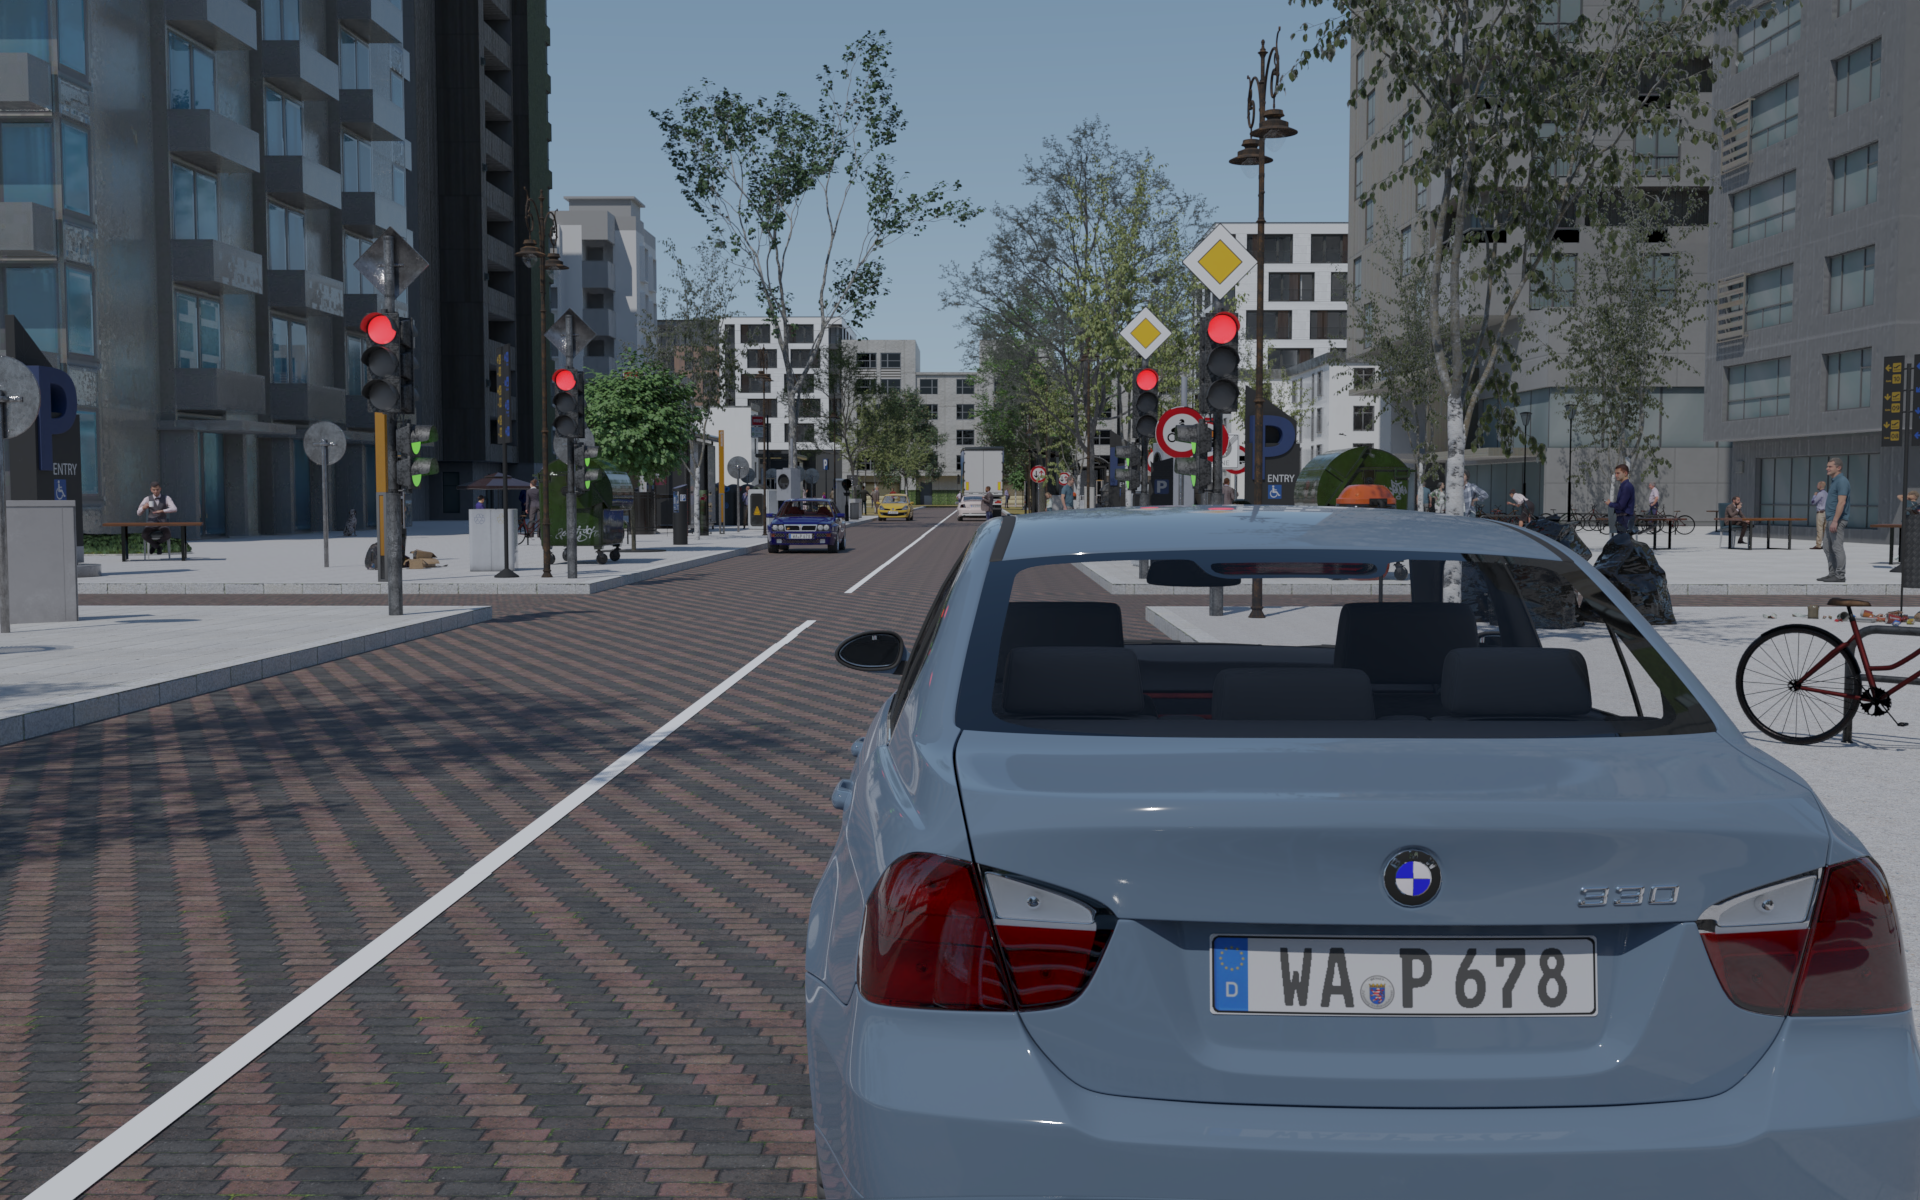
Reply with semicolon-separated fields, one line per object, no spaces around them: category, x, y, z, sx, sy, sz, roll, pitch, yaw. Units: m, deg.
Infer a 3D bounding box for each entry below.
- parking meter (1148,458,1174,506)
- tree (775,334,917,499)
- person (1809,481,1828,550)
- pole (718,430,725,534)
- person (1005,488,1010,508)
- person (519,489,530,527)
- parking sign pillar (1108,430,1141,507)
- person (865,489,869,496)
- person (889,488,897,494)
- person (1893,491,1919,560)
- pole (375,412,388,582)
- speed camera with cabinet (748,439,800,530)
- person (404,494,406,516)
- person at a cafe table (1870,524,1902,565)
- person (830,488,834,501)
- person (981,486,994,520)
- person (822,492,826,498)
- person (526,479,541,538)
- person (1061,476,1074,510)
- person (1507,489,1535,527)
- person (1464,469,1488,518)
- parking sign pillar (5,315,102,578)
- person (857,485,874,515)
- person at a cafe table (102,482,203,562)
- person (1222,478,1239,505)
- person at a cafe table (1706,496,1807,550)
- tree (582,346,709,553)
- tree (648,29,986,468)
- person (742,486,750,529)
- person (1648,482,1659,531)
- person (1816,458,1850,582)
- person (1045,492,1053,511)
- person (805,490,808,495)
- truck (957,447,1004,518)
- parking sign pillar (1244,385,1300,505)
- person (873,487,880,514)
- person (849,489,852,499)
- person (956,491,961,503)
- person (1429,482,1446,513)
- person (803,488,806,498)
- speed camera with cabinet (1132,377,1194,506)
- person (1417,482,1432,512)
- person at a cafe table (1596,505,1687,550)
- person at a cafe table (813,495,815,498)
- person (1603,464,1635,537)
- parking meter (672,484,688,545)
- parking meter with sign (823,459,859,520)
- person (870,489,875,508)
parking meter;3.181;-1.332;27.492;0.399;1.863;0.255;0;4;6
tree;-6.219;-10.170;100.696;8.767;10.594;7.601;-3;5;-39
person;19.914;-1.957;40.102;0.516;1.574;0.319;-2;4;-31
pole;-7.600;-3.753;55.211;0.158;3.312;0.155;0;3;0
person;4.317;-9.123;155.074;0.599;1.838;0.709;2;4;26
person;-16.913;-3.716;67.508;0.504;1.737;0.576;0;4;-6
parking sign pillar;6.859;-5.115;72.104;1.447;3.967;1.447;1;4;15
person;-8.771;-9.442;160.948;0.617;1.759;0.750;3;5;41
person;-6.042;-9.149;155.559;1.348;1.831;0.705;2;4;24
person;18.300;-1.440;33.491;0.435;1.345;0.340;-2;4;-26
pole;-8.402;-1.920;25.233;0.158;3.312;0.155;0;3;0
speed camera with cabinet;-6.665;-4.138;61.999;2.038;3.252;0.660;2;4;35
person;-16.246;-2.464;50.236;0.340;1.345;0.435;-1;4;-16
person at a cafe table;17.701;-1.407;31.525;1.698;1.524;1.622;3;5;40
person;-10.529;-8.463;144.421;0.705;1.823;1.348;-2;4;-33
person;0.998;-3.309;63.427;0.431;1.722;0.655;1;4;22
person;-10.942;-8.017;140.336;0.599;1.433;0.991;1;4;23
person;-12.440;-2.704;51.050;0.445;1.727;0.742;3;5;41
person;3.256;-2.784;51.682;0.434;1.807;0.598;3;5;40
person;16.488;-2.552;50.957;0.799;1.438;0.628;1;4;20
person;9.193;-1.514;31.513;0.376;1.734;0.841;-1;4;-22
parking sign pillar;-14.119;-2.341;26.748;1.447;3.967;1.447;0;4;1
person;-6.008;-6.225;107.837;1.348;1.821;0.705;-1;4;-12
person at a cafe table;-15.586;-1.530;33.531;1.698;1.524;1.622;-1;4;-21
person;7.237;-2.444;46.830;0.431;1.722;0.655;-3;5;-43
person at a cafe table;18.388;-1.803;40.338;1.698;1.238;1.726;-1;4;-13
tree;-7.216;-3.356;38.578;4.285;4.588;4.351;0;3;0
tree;-5.747;-13.123;70.445;12.611;20.169;13.585;0;3;0
person;-7.807;-3.419;64.010;0.516;1.574;0.319;-1;4;-12
person;23.906;-3.233;59.836;0.436;1.711;0.756;1;4;23
person;12.716;-1.165;25.217;0.434;1.807;0.598;2;4;31
person;3.597;-3.669;69.935;0.340;1.345;0.435;-3;5;-40
person;-12.057;-7.700;132.737;0.742;1.727;0.445;-1;4;-16
truck;1.296;-7.294;108.163;2.839;4.237;11.283;0;4;-1
parking sign pillar;7.741;-3.331;42.942;1.447;3.967;1.447;0;4;-8
person;-5.410;-6.445;111.963;0.434;1.755;0.990;-1;4;-10
person;-7.376;-6.557;114.041;1.217;1.735;0.721;-1;4;-21
person;0.059;-9.394;163.026;0.756;1.711;0.436;3;5;39
person;18.232;-3.616;65.888;0.841;1.734;0.376;-2;4;-28
person;-10.520;-6.659;115.588;0.621;1.740;0.551;1;4;11
speed camera with cabinet;3.491;-2.178;29.951;0.660;3.252;2.038;-1;4;-9
person;19.430;-4.057;72.497;0.598;1.807;0.434;1;4;17
person at a cafe table;15.574;-1.785;40.039;1.726;1.238;1.698;-3;5;-42
person at a cafe table;-7.762;-5.280;97.193;1.726;1.238;1.698;-1;4;-19
person;10.089;-1.207;26.475;0.504;1.737;0.576;1;4;11
parking meter;-7.062;-2.159;43.717;0.372;1.533;0.369;0;3;0
parking meter with sign;-5.889;-5.493;86.064;1.738;3.016;0.543;-2;4;-28
person;-7.782;-9.088;155.157;0.617;1.759;0.750;-1;4;-13
